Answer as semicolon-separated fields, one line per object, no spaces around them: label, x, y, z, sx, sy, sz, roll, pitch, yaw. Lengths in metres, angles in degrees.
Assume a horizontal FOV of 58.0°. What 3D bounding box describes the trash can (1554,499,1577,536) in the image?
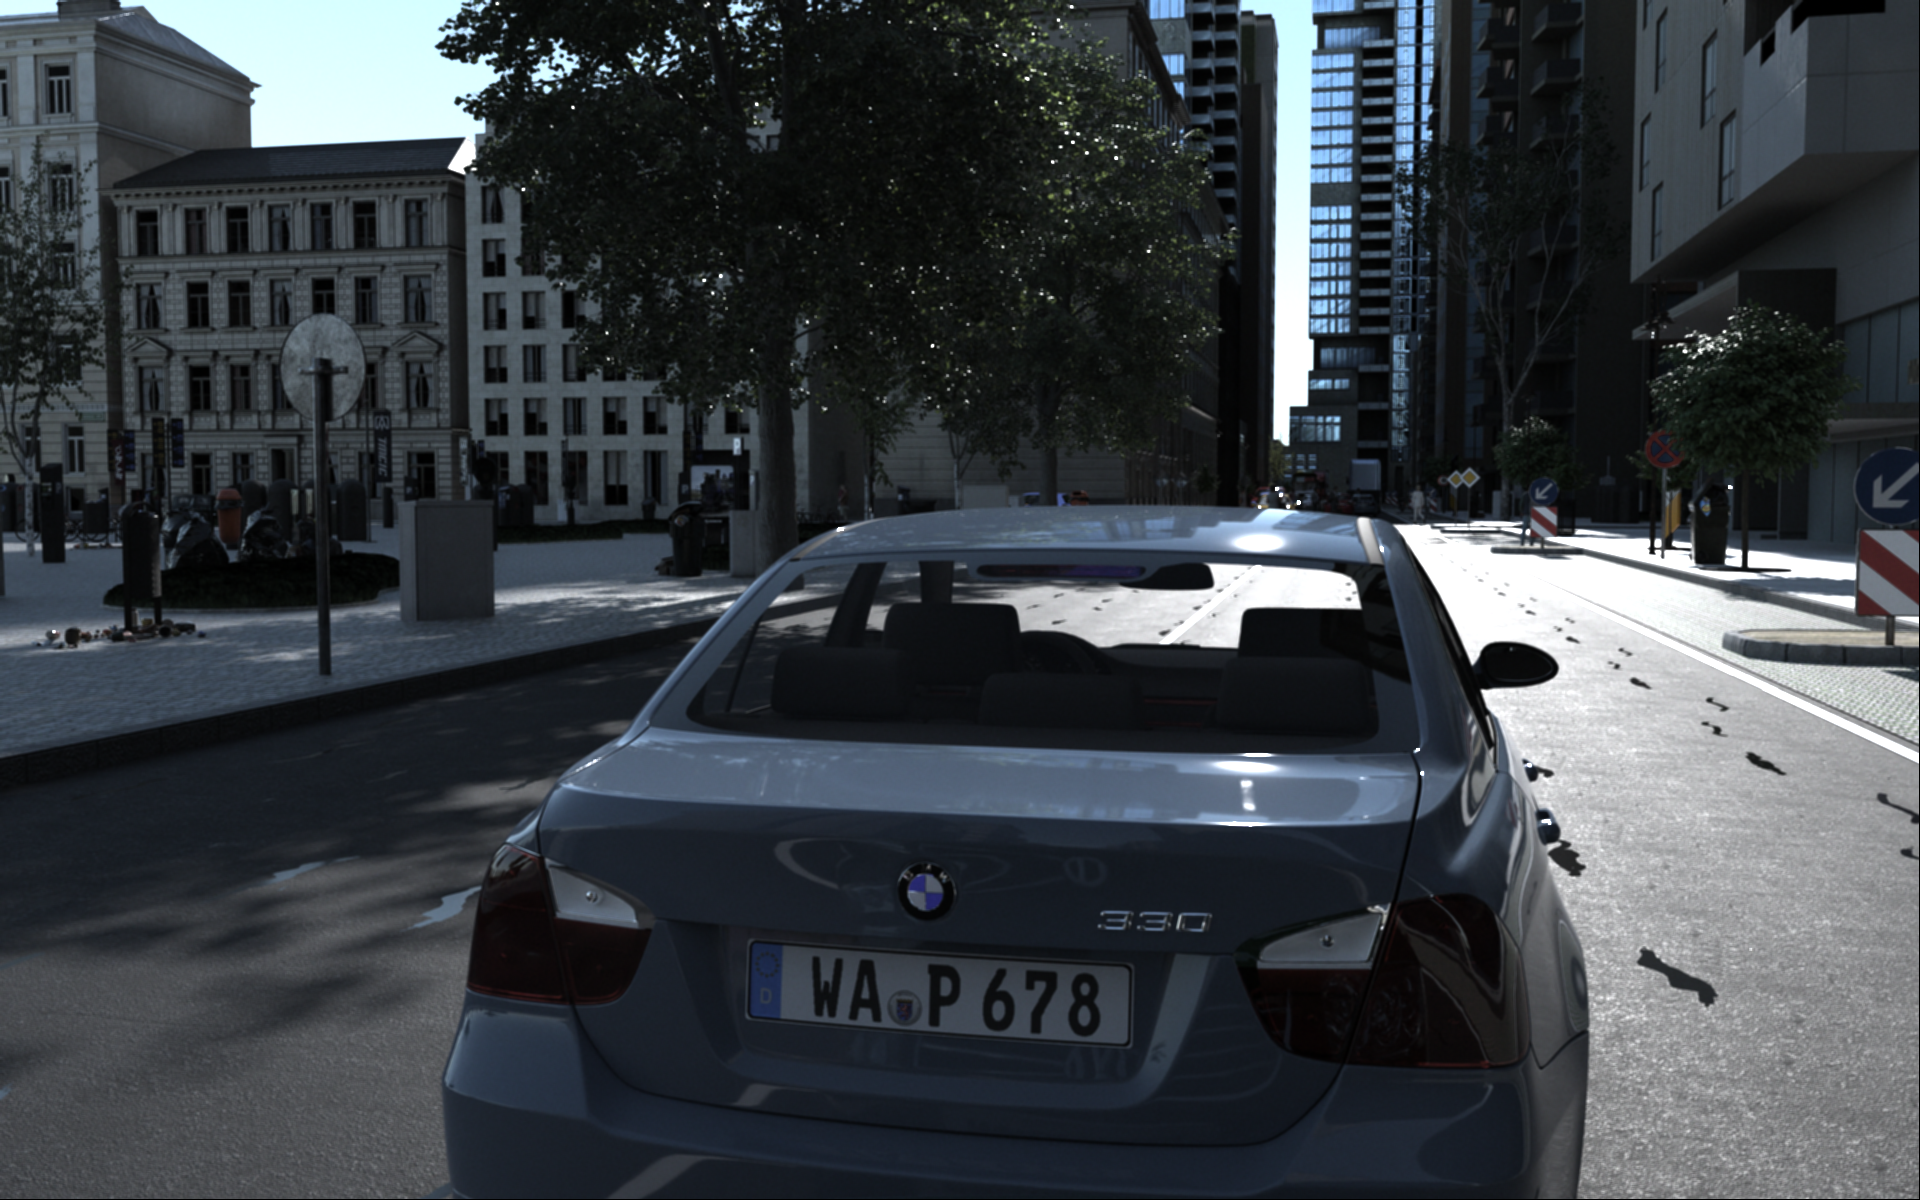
trash can;18.476;-2.524;52.917;0.748;1.137;0.748;0;3;0

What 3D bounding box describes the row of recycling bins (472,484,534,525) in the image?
row of recycling bins;-18.292;-3.800;69.251;1.069;1.692;3.534;1;4;20

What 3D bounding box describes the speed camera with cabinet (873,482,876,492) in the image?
speed camera with cabinet;-5.730;-7.878;123.141;0.660;3.252;2.038;1;4;9

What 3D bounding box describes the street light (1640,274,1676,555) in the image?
street light;14.666;-3.898;36.523;0.468;5.910;1.993;1;4;13

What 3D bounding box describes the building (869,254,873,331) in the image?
building;-10.627;-36.595;252.947;28.867;44.769;22.147;1;4;13

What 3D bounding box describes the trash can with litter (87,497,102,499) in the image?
trash can with litter;-20.011;-1.830;40.985;2.233;1.210;1.678;-3;5;-40

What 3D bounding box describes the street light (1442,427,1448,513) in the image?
street light;32.709;-8.807;116.789;0.468;5.910;1.993;1;4;13

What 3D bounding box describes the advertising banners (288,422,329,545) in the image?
advertising banners;-15.867;-2.816;42.232;2.074;3.025;0.090;3;5;43

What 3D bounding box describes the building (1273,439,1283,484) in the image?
building;31.822;-40.180;246.186;27.495;52.752;28.713;1;4;13

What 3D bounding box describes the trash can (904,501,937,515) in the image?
trash can;-0.855;-1.583;37.540;0.748;1.137;0.748;0;3;0

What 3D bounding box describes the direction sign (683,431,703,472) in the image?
direction sign;-9.592;-4.299;62.283;0.379;3.537;0.876;3;5;43

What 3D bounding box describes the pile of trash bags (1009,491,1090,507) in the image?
pile of trash bags;2.459;-2.694;53.807;3.447;1.369;1.912;2;4;31

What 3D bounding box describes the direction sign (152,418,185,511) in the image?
direction sign;-23.538;-3.642;51.546;0.876;3.537;0.379;-3;5;-39

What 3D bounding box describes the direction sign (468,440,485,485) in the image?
direction sign;-20.272;-4.935;72.690;0.876;3.537;0.379;2;4;29

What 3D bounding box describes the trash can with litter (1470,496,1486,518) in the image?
trash can with litter;27.500;-4.932;92.028;0.624;1.170;1.055;-2;4;-29

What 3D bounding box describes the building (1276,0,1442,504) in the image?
building;59.690;-56.459;235.771;31.000;86.520;22.319;1;4;13

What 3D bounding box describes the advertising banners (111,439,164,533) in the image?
advertising banners;-26.377;-3.631;55.559;0.090;3.025;2.074;1;4;20

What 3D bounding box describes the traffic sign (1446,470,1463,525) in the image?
traffic sign;20.507;-4.158;71.633;0.795;2.450;0.064;1;4;13

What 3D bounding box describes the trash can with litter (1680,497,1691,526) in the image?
trash can with litter;29.642;-3.608;70.372;0.624;1.170;1.055;0;4;0

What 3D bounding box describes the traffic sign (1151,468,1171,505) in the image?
traffic sign;7.697;-3.834;66.327;0.795;2.450;0.064;1;4;13

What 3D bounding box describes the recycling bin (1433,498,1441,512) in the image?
recycling bin;33.674;-6.738;122.715;0.722;1.027;0.722;1;4;8

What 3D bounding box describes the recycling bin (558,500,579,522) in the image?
recycling bin;-17.999;-4.102;79.626;0.722;1.027;0.722;2;4;25

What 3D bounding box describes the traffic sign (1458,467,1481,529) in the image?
traffic sign;18.764;-3.682;63.840;0.795;2.450;0.064;1;4;13

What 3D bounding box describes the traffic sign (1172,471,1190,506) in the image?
traffic sign;9.440;-4.311;74.120;0.795;2.450;0.064;1;4;13

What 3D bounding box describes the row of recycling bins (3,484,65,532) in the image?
row of recycling bins;-32.044;-3.173;58.985;3.534;1.692;1.069;1;4;16

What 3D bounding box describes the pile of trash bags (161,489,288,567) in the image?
pile of trash bags;-11.806;-1.109;27.891;1.912;1.369;3.447;-1;4;-22

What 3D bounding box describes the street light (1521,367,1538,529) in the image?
street light;20.674;-5.518;63.007;0.468;5.910;1.993;1;4;13

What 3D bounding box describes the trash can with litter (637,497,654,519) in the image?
trash can with litter;-12.776;-3.617;70.522;0.624;1.170;1.055;2;4;24

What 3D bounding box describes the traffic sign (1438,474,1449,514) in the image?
traffic sign;31.377;-6.869;112.417;0.768;2.556;0.104;1;4;14

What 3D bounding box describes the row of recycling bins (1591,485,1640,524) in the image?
row of recycling bins;28.846;-4.234;76.337;1.069;1.692;3.534;0;4;-4

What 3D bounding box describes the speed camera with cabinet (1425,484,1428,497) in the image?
speed camera with cabinet;35.933;-8.455;132.567;0.660;3.252;2.038;1;4;15

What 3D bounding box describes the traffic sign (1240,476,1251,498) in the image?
traffic sign;20.286;-7.522;123.084;0.768;2.556;0.104;1;4;17

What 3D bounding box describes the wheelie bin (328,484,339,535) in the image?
wheelie bin;-19.727;-2.858;54.636;0.980;1.594;0.693;1;4;10

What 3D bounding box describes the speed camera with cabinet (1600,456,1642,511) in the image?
speed camera with cabinet;34.456;-5.869;90.292;2.038;3.252;0.660;0;4;7

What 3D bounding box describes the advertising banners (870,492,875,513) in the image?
advertising banners;-5.092;-7.264;114.954;2.074;3.025;0.090;-2;4;-33

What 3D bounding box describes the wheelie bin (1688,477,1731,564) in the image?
wheelie bin;13.766;-1.461;31.793;0.693;1.594;0.980;1;4;14

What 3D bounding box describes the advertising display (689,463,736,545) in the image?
advertising display;-5.194;-1.905;36.362;0.974;1.923;0.123;0;4;-2

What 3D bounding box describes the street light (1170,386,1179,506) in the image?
street light;9.099;-6.213;74.374;0.468;5.910;1.993;1;4;13

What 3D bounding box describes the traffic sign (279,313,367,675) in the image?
traffic sign;-4.509;-0.741;12.223;0.768;2.556;0.104;1;4;21

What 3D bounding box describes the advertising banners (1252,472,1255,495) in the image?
advertising banners;22.987;-8.508;135.291;0.090;3.025;2.074;0;4;3

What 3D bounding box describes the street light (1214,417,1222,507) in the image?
street light;15.110;-7.876;101.561;0.468;5.910;1.993;1;4;13

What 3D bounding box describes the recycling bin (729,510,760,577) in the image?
recycling bin;-3.226;-0.884;27.013;0.722;1.027;0.722;-1;4;-9

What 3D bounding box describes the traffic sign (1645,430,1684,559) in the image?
traffic sign;13.868;-2.079;34.105;0.768;2.556;0.104;1;4;14

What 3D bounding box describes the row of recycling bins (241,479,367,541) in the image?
row of recycling bins;-18.063;-2.473;47.541;3.534;1.692;1.069;0;4;-1

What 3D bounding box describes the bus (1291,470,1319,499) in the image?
bus;36.608;-11.769;183.962;2.896;3.916;12.252;1;4;11

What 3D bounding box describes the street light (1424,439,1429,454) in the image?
street light;38.814;-10.473;144.023;0.468;5.910;1.993;1;4;13

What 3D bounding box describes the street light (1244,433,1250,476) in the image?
street light;21.226;-9.531;128.625;0.468;5.910;1.993;1;4;13

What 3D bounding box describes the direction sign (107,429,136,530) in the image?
direction sign;-29.332;-4.198;60.641;0.876;3.537;0.379;-1;4;-16

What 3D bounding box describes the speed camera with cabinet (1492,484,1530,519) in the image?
speed camera with cabinet;28.125;-5.744;88.252;2.038;3.252;0.660;-2;4;-25

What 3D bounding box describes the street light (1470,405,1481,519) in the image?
street light;26.816;-7.186;90.279;0.468;5.910;1.993;1;4;13
